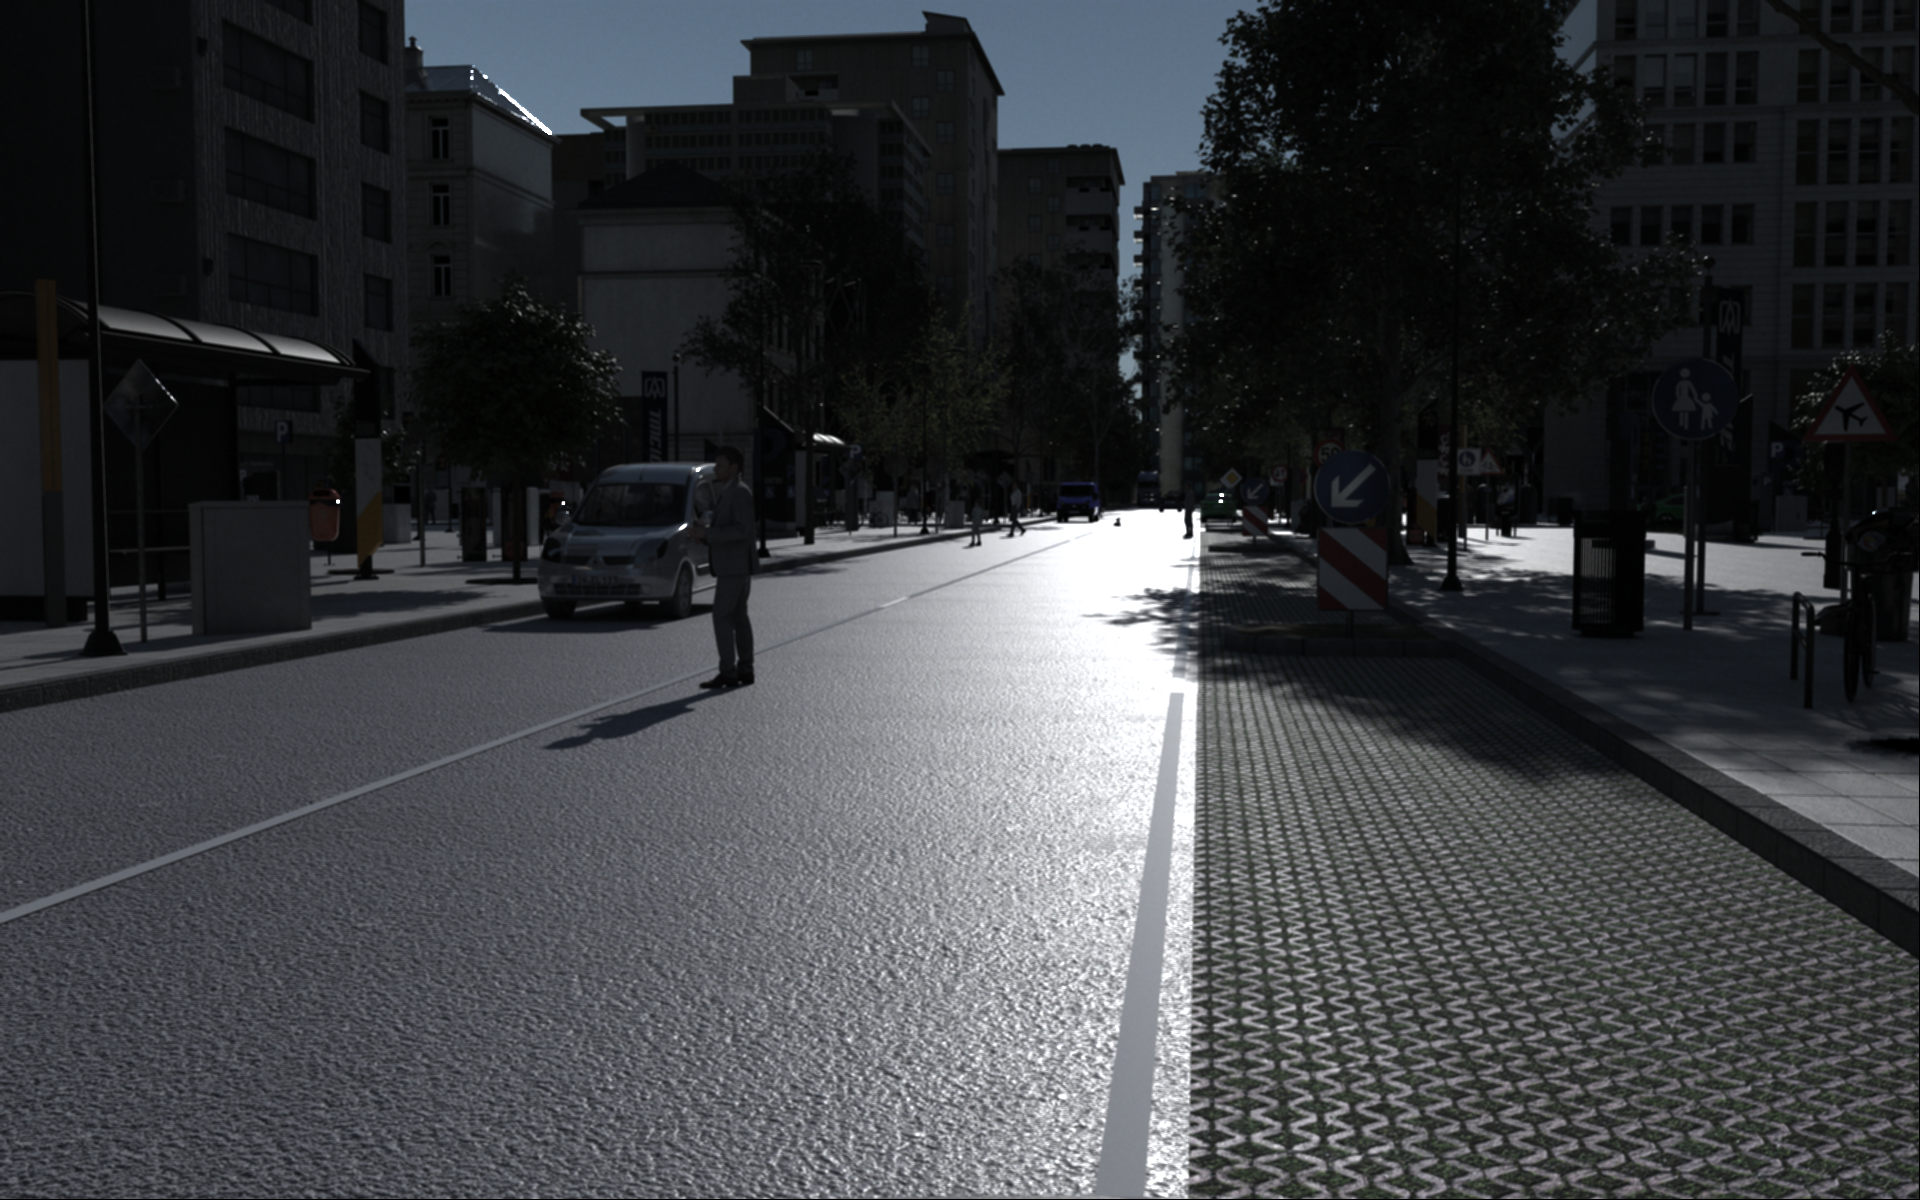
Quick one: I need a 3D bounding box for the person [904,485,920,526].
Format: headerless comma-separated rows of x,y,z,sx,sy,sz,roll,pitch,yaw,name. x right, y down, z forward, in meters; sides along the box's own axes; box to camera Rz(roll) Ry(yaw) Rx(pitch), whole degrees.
-2.045,-3.888,72.249,0.709,1.800,0.728,1,4,23,person

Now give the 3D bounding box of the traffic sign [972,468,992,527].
0.835,-3.865,66.831,0.795,2.450,0.064,0,4,8,traffic sign

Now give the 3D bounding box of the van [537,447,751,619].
-3.783,-0.872,21.267,2.013,2.044,4.112,0,4,8,van

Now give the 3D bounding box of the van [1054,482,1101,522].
6.129,-5.209,89.557,2.240,2.365,5.245,1,4,9,van

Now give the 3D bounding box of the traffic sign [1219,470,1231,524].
11.384,-4.267,73.414,0.795,2.450,0.064,0,4,8,traffic sign

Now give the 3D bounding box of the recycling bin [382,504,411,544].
-14.722,-1.978,44.892,0.722,1.027,0.722,1,4,12,recycling bin

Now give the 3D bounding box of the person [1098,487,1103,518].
8.157,-5.782,103.023,0.713,1.824,0.794,-2,4,-31,person

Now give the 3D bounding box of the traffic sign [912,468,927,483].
-1.998,-5.185,84.874,0.768,2.556,0.104,1,4,13,traffic sign

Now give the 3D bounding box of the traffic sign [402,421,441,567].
-9.413,-1.845,30.268,0.768,2.556,0.104,1,4,13,traffic sign

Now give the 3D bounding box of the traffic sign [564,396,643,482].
-7.293,-2.589,36.199,2.265,3.308,0.079,1,4,17,traffic sign

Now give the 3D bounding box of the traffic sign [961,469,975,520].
0.398,-5.329,87.228,0.768,2.556,0.104,1,4,14,traffic sign

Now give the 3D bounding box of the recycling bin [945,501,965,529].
-0.193,-3.188,64.675,0.722,1.027,0.722,0,4,2,recycling bin

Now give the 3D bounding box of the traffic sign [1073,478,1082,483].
9.407,-8.487,138.875,0.768,2.556,0.104,1,4,10,traffic sign

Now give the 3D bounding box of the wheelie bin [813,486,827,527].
-5.628,-3.626,67.197,0.693,1.594,0.980,3,5,41,wheelie bin

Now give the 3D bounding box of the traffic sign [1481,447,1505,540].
14.620,-2.935,47.988,0.884,2.594,0.081,1,4,15,traffic sign

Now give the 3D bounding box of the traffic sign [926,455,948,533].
-0.762,-3.449,56.502,0.768,2.556,0.104,1,4,17,traffic sign

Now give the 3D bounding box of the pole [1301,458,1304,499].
18.474,-6.098,93.545,0.158,3.312,0.155,0,3,0,pole

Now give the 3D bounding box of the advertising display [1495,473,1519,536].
16.689,-2.915,52.866,0.123,1.923,0.974,-1,4,-20,advertising display

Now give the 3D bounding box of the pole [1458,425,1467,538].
14.757,-3.488,50.876,0.158,3.312,0.155,0,3,0,pole

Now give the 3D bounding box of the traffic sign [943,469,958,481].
-0.497,-5.453,89.269,0.768,2.556,0.104,1,4,12,traffic sign

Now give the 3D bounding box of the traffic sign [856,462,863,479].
-4.119,-4.079,66.805,0.768,2.556,0.104,1,4,16,traffic sign

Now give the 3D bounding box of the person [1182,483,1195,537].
7.656,-3.014,57.874,0.391,1.810,0.635,0,4,-5,person

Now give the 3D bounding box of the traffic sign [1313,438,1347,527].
8.416,-2.405,39.427,0.768,2.556,0.104,1,4,9,traffic sign

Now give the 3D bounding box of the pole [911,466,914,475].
-3.416,-8.017,124.926,0.158,3.312,0.155,0,3,0,pole

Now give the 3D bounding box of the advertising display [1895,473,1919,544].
20.008,-1.900,36.271,0.123,1.923,0.974,-1,4,-16,advertising display

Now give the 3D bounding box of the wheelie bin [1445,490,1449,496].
24.768,-4.835,86.960,0.980,1.594,0.693,-3,5,-41,wheelie bin

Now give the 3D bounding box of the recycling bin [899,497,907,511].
-4.013,-7.070,128.141,0.722,1.027,0.722,-2,4,-33,recycling bin

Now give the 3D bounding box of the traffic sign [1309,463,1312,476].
13.334,-3.927,64.308,0.768,2.556,0.104,1,4,14,traffic sign

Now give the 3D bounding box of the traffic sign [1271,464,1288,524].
13.530,-4.471,73.214,0.768,2.556,0.104,1,4,15,traffic sign

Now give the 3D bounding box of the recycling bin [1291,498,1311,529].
12.568,-3.099,63.225,0.722,1.027,0.722,-2,4,-33,recycling bin

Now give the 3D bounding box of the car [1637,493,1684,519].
28.530,-3.558,66.966,4.718,1.807,1.959,1,4,9,car

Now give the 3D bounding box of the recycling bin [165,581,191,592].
-10.142,-0.638,22.979,0.722,1.027,0.722,0,4,-2,recycling bin

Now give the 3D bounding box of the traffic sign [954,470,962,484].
-0.219,-5.645,92.402,0.768,2.556,0.104,1,4,10,traffic sign

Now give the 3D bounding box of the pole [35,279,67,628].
-8.706,-1.391,16.581,0.158,3.312,0.155,0,3,0,pole

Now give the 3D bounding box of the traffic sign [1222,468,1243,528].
10.287,-3.784,65.504,0.795,2.450,0.064,0,4,8,traffic sign

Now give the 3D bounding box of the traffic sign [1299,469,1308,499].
17.228,-5.358,87.707,0.768,2.556,0.104,1,4,10,traffic sign

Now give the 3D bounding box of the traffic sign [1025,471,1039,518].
3.910,-5.767,94.393,0.768,2.556,0.104,1,4,9,traffic sign

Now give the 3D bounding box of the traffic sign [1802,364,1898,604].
8.950,-1.069,17.476,0.884,2.594,0.081,1,4,12,traffic sign

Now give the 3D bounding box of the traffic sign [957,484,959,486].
-0.245,-5.784,95.759,0.795,2.450,0.064,1,4,11,traffic sign

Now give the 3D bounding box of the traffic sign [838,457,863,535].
-3.418,-3.224,53.894,0.795,2.450,0.064,1,4,11,traffic sign

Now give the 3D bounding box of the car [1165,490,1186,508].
22.614,-10.576,181.592,2.281,1.827,5.304,0,4,8,car

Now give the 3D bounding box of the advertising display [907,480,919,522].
-2.127,-4.489,78.613,0.123,1.923,0.974,2,4,23,advertising display

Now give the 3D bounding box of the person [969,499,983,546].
0.434,-2.158,48.055,0.394,1.301,0.425,2,4,28,person

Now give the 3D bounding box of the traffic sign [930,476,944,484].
-1.200,-5.482,89.736,0.768,2.556,0.104,1,4,16,traffic sign

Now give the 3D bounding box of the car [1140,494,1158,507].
20.750,-10.902,190.242,2.014,1.417,4.499,0,4,8,car

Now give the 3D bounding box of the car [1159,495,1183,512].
16.853,-7.703,138.525,1.945,1.354,3.894,1,4,9,car

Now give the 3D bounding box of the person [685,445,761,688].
-1.796,-0.262,12.981,0.583,1.804,0.606,-1,4,-21,person

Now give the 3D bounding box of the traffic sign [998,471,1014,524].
1.933,-4.349,74.740,0.795,2.450,0.064,0,4,8,traffic sign

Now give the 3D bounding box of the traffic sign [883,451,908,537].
-1.920,-3.136,51.373,0.768,2.556,0.104,1,4,15,traffic sign

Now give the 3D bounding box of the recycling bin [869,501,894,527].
-3.059,-3.350,67.328,0.722,1.027,0.722,3,4,36,recycling bin

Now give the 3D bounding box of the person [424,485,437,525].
-22.160,-3.887,72.226,0.590,1.801,0.661,2,4,29,person

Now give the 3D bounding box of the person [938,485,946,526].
-0.640,-3.720,69.448,0.709,1.813,0.853,1,4,12,person

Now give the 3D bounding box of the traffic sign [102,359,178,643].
-7.038,-0.837,14.870,0.795,2.450,0.064,1,4,17,traffic sign

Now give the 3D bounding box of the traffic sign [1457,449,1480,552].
11.249,-2.225,38.503,0.606,2.300,0.079,1,4,10,traffic sign

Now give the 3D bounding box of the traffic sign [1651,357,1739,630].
6.871,-0.989,16.272,0.768,2.556,0.104,1,4,10,traffic sign

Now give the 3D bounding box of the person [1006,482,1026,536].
1.906,-3.105,59.363,0.850,1.850,0.679,-2,4,-29,person

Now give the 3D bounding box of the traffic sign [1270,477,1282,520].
15.691,-5.127,85.948,0.606,2.300,0.079,1,4,16,traffic sign

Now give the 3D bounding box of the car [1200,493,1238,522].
13.270,-4.888,88.718,1.959,1.807,4.718,1,4,9,car
